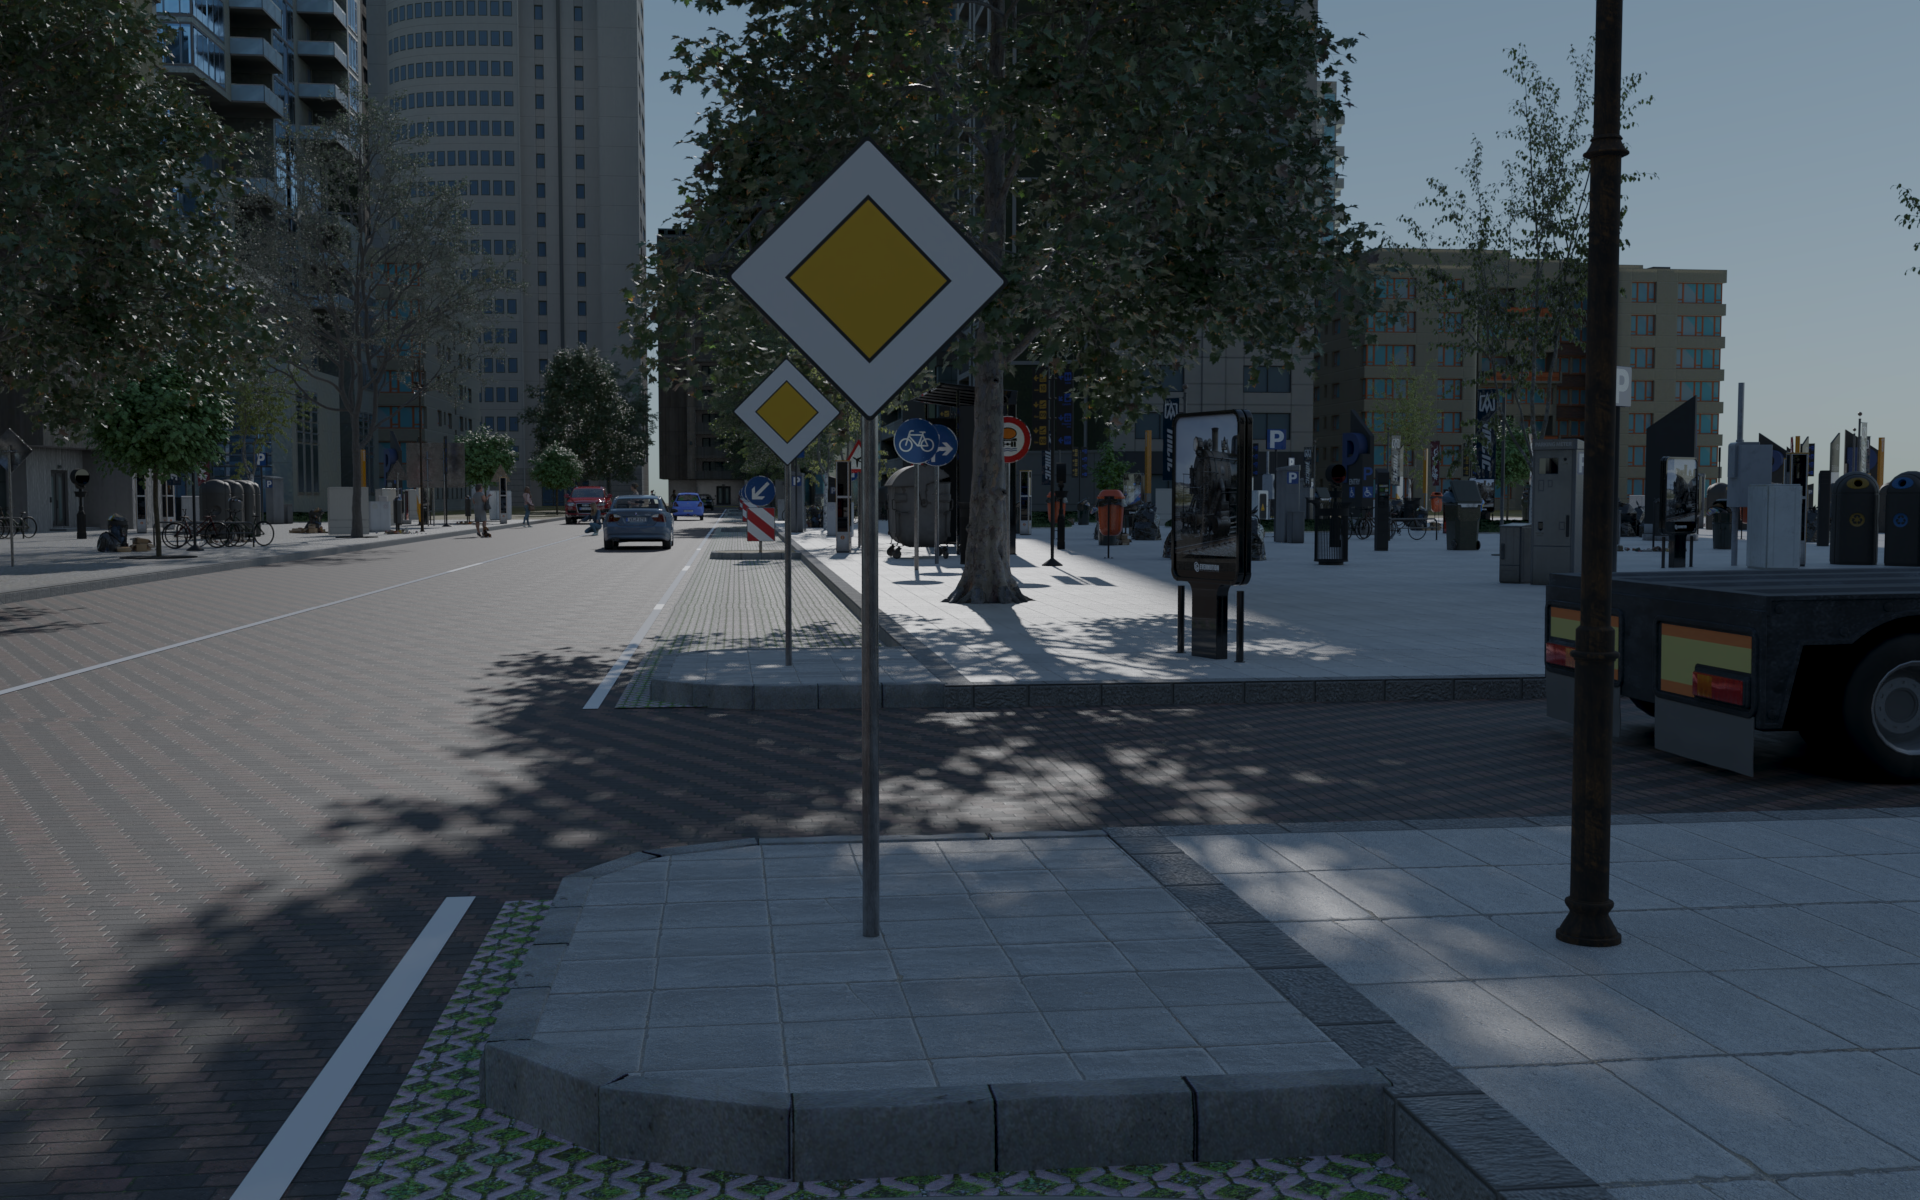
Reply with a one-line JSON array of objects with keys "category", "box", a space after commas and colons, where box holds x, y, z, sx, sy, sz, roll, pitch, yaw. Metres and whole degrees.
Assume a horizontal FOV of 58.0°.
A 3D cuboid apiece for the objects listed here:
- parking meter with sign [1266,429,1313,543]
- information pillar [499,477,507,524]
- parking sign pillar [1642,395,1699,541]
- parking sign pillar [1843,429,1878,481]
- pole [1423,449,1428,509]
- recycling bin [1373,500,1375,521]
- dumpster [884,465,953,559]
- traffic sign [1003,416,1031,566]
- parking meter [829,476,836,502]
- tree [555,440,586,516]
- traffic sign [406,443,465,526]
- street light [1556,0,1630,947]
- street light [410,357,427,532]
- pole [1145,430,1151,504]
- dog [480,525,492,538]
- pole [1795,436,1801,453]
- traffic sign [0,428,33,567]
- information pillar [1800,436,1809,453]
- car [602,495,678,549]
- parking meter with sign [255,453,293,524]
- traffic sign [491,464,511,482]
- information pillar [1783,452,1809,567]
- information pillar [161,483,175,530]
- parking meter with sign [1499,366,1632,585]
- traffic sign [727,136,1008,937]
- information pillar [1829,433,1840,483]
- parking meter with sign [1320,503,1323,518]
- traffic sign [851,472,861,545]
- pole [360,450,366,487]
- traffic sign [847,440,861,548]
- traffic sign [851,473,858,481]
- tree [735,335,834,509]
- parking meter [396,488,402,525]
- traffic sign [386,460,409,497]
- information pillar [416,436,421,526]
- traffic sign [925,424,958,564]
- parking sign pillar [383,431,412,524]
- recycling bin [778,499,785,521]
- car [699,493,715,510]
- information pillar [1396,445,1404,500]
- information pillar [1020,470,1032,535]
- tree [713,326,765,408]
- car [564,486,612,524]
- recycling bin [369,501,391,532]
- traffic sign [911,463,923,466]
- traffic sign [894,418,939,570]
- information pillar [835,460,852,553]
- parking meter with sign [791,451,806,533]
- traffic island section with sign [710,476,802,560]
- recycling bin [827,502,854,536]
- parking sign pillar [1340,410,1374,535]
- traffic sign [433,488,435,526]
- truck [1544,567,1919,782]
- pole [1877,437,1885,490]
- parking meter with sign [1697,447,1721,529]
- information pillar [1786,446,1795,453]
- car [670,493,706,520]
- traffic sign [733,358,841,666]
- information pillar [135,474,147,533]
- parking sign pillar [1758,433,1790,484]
[{"category": "parking meter with sign", "box": [8.638, -3.026, 45.734, 0.543, 3.016, 1.738, -1, 4, -11]}, {"category": "information pillar", "box": [-19.655, -4.282, 74.501, 0.304, 2.012, 0.304, -1, 4, -18]}, {"category": "parking sign pillar", "box": [19.614, -3.624, 47.721, 1.447, 3.967, 1.447, 3, 5, 40]}, {"category": "parking sign pillar", "box": [37.452, -5.105, 71.937, 1.447, 3.967, 1.447, 1, 4, 11]}, {"category": "pole", "box": [20.870, -5.129, 77.703, 0.158, 3.312, 0.155, 0, 3, 0]}, {"category": "recycling bin", "box": [18.546, -3.975, 77.543, 0.722, 1.027, 0.722, 1, 4, 10]}, {"category": "dumpster", "box": [-0.825, -1.780, 34.866, 1.264, 1.857, 1.865, 0, 4, -7]}, {"category": "traffic sign", "box": [0.776, -1.724, 28.285, 0.768, 2.556, 0.104, 0, 4, 2]}, {"category": "parking meter", "box": [-4.010, -3.061, 55.763, 0.399, 1.863, 0.255, 1, 4, 18]}, {"category": "tree", "box": [-24.014, -7.326, 103.499, 4.285, 4.588, 4.351, 0, 3, 0]}, {"category": "traffic sign", "box": [-20.792, -4.577, 68.701, 2.265, 3.308, 0.079, 0, 4, -4]}, {"category": "street light", "box": [1.811, -1.959, 4.810, 0.468, 5.910, 1.993, 0, 4, -7]}, {"category": "street light", "box": [-18.261, -5.251, 58.647, 0.468, 5.910, 1.993, 0, 4, -7]}, {"category": "pole", "box": [6.020, -3.770, 55.476, 0.158, 3.312, 0.155, 0, 3, 0]}, {"category": "dog", "box": [-15.608, -2.240, 56.818, 0.550, 0.427, 0.748, 1, 4, 11]}, {"category": "pole", "box": [29.332, -4.090, 60.722, 0.158, 3.312, 0.155, 0, 3, 0]}, {"category": "traffic sign", "box": [-16.721, -1.793, 30.504, 0.795, 2.450, 0.064, 0, 4, -1]}, {"category": "information pillar", "box": [34.150, -4.815, 70.086, 0.504, 3.616, 0.183, -2, 4, -35]}, {"category": "car", "box": [-8.545, -2.091, 46.188, 2.014, 1.417, 4.499, -1, 4, -8]}, {"category": "parking meter with sign", "box": [-29.174, -4.742, 73.786, 0.543, 3.016, 1.738, 1, 4, 17]}, {"category": "traffic sign", "box": [-20.087, -4.633, 75.756, 0.884, 2.594, 0.081, 0, 4, 2]}, {"category": "information pillar", "box": [14.839, -1.606, 30.748, 0.304, 2.012, 0.304, 1, 4, 11]}, {"category": "information pillar", "box": [-28.503, -3.538, 62.331, 0.304, 2.012, 0.304, 2, 4, 33]}, {"category": "parking meter with sign", "box": [8.439, -1.716, 24.321, 0.543, 3.016, 1.738, -3, 5, -41]}, {"category": "traffic sign", "box": [-0.261, -0.081, 4.969, 0.795, 2.450, 0.064, 0, 4, -7]}, {"category": "information pillar", "box": [33.295, -4.563, 65.960, 0.504, 3.616, 0.183, -2, 4, -28]}, {"category": "parking meter with sign", "box": [16.499, -5.284, 82.654, 1.738, 3.016, 0.543, 3, 5, 41]}, {"category": "traffic sign", "box": [-2.511, -2.680, 43.820, 0.884, 2.594, 0.081, 0, 4, -1]}, {"category": "pole", "box": [-27.388, -5.241, 79.536, 0.158, 3.312, 0.155, 0, 3, 0]}, {"category": "traffic sign", "box": [-2.422, -2.538, 41.502, 0.884, 2.594, 0.081, 0, 4, -4]}, {"category": "traffic sign", "box": [-4.498, -4.298, 70.374, 0.768, 2.556, 0.104, 0, 4, -5]}, {"category": "tree", "box": [-10.080, -11.423, 104.894, 7.486, 12.596, 7.792, 0, 3, 0]}, {"category": "parking meter", "box": [-23.203, -3.851, 71.376, 0.372, 1.533, 0.369, 0, 3, 0]}, {"category": "traffic sign", "box": [-21.636, -4.077, 66.658, 0.884, 2.594, 0.081, 0, 4, 2]}, {"category": "information pillar", "box": [-21.940, -4.822, 70.195, 0.183, 3.616, 0.504, -2, 4, -29]}, {"category": "traffic sign", "box": [-0.424, -1.933, 31.714, 0.768, 2.556, 0.104, 0, 4, 2]}, {"category": "parking sign pillar", "box": [-24.016, -5.196, 73.419, 1.447, 3.967, 1.447, -2, 4, -33]}, {"category": "recycling bin", "box": [-8.353, -4.370, 84.009, 0.722, 1.027, 0.722, 2, 4, 34]}, {"category": "car", "box": [-22.553, -8.728, 152.494, 2.009, 1.686, 4.222, 0, 4, -7]}, {"category": "information pillar", "box": [20.883, -5.560, 82.267, 0.504, 3.616, 0.183, -3, 5, -43]}, {"category": "information pillar", "box": [2.045, -3.024, 53.928, 0.304, 2.012, 0.304, 1, 4, 18]}, {"category": "tree", "box": [-17.400, -18.933, 165.446, 12.611, 20.169, 13.585, 0, 3, 0]}, {"category": "car", "box": [-18.082, -4.638, 84.497, 2.281, 1.827, 5.304, 0, 4, -8]}, {"category": "recycling bin", "box": [-19.974, -2.864, 59.373, 0.722, 1.027, 0.722, -2, 4, -34]}, {"category": "traffic sign", "box": [-1.403, -3.485, 56.984, 0.884, 2.594, 0.081, 0, 4, 0]}, {"category": "traffic sign", "box": [-0.731, -1.773, 29.103, 0.768, 2.556, 0.104, 0, 4, -3]}, {"category": "information pillar", "box": [-2.539, -2.039, 37.822, 0.304, 2.012, 0.304, 0, 4, 7]}, {"category": "parking meter with sign", "box": [-5.403, -3.767, 57.852, 0.543, 3.016, 1.738, 0, 4, -1]}, {"category": "traffic island section with sign", "box": [-4.549, -1.826, 38.475, 1.989, 1.847, 2.006, 0, 4, -7]}, {"category": "recycling bin", "box": [-3.646, -2.462, 52.809, 0.722, 1.027, 0.722, 0, 4, 6]}, {"category": "parking sign pillar", "box": [12.556, -4.048, 54.652, 1.447, 3.967, 1.447, -1, 4, -16]}, {"category": "traffic sign", "box": [-20.978, -4.220, 69.008, 0.884, 2.594, 0.081, 0, 4, 1]}, {"category": "truck", "box": [13.062, -1.260, 10.354, 18.799, 4.110, 2.967, 0, 4, -5]}, {"category": "pole", "box": [33.079, -4.184, 62.253, 0.158, 3.312, 0.155, 0, 3, 0]}, {"category": "parking meter with sign", "box": [27.410, -4.181, 64.617, 1.738, 3.016, 0.543, 2, 4, 24]}, {"category": "information pillar", "box": [40.649, -5.714, 84.774, 0.504, 3.616, 0.183, 1, 4, 10]}, {"category": "car", "box": [-14.961, -5.245, 95.342, 1.945, 1.707, 3.694, -1, 4, -9]}, {"category": "traffic sign", "box": [-1.284, -0.566, 12.889, 0.795, 2.450, 0.064, 0, 4, -7]}, {"category": "information pillar", "box": [-26.771, -3.188, 56.611, 0.304, 2.012, 0.304, -2, 4, -27]}, {"category": "parking sign pillar", "box": [35.479, -5.334, 75.690, 1.447, 3.967, 1.447, -3, 5, -42]}]
